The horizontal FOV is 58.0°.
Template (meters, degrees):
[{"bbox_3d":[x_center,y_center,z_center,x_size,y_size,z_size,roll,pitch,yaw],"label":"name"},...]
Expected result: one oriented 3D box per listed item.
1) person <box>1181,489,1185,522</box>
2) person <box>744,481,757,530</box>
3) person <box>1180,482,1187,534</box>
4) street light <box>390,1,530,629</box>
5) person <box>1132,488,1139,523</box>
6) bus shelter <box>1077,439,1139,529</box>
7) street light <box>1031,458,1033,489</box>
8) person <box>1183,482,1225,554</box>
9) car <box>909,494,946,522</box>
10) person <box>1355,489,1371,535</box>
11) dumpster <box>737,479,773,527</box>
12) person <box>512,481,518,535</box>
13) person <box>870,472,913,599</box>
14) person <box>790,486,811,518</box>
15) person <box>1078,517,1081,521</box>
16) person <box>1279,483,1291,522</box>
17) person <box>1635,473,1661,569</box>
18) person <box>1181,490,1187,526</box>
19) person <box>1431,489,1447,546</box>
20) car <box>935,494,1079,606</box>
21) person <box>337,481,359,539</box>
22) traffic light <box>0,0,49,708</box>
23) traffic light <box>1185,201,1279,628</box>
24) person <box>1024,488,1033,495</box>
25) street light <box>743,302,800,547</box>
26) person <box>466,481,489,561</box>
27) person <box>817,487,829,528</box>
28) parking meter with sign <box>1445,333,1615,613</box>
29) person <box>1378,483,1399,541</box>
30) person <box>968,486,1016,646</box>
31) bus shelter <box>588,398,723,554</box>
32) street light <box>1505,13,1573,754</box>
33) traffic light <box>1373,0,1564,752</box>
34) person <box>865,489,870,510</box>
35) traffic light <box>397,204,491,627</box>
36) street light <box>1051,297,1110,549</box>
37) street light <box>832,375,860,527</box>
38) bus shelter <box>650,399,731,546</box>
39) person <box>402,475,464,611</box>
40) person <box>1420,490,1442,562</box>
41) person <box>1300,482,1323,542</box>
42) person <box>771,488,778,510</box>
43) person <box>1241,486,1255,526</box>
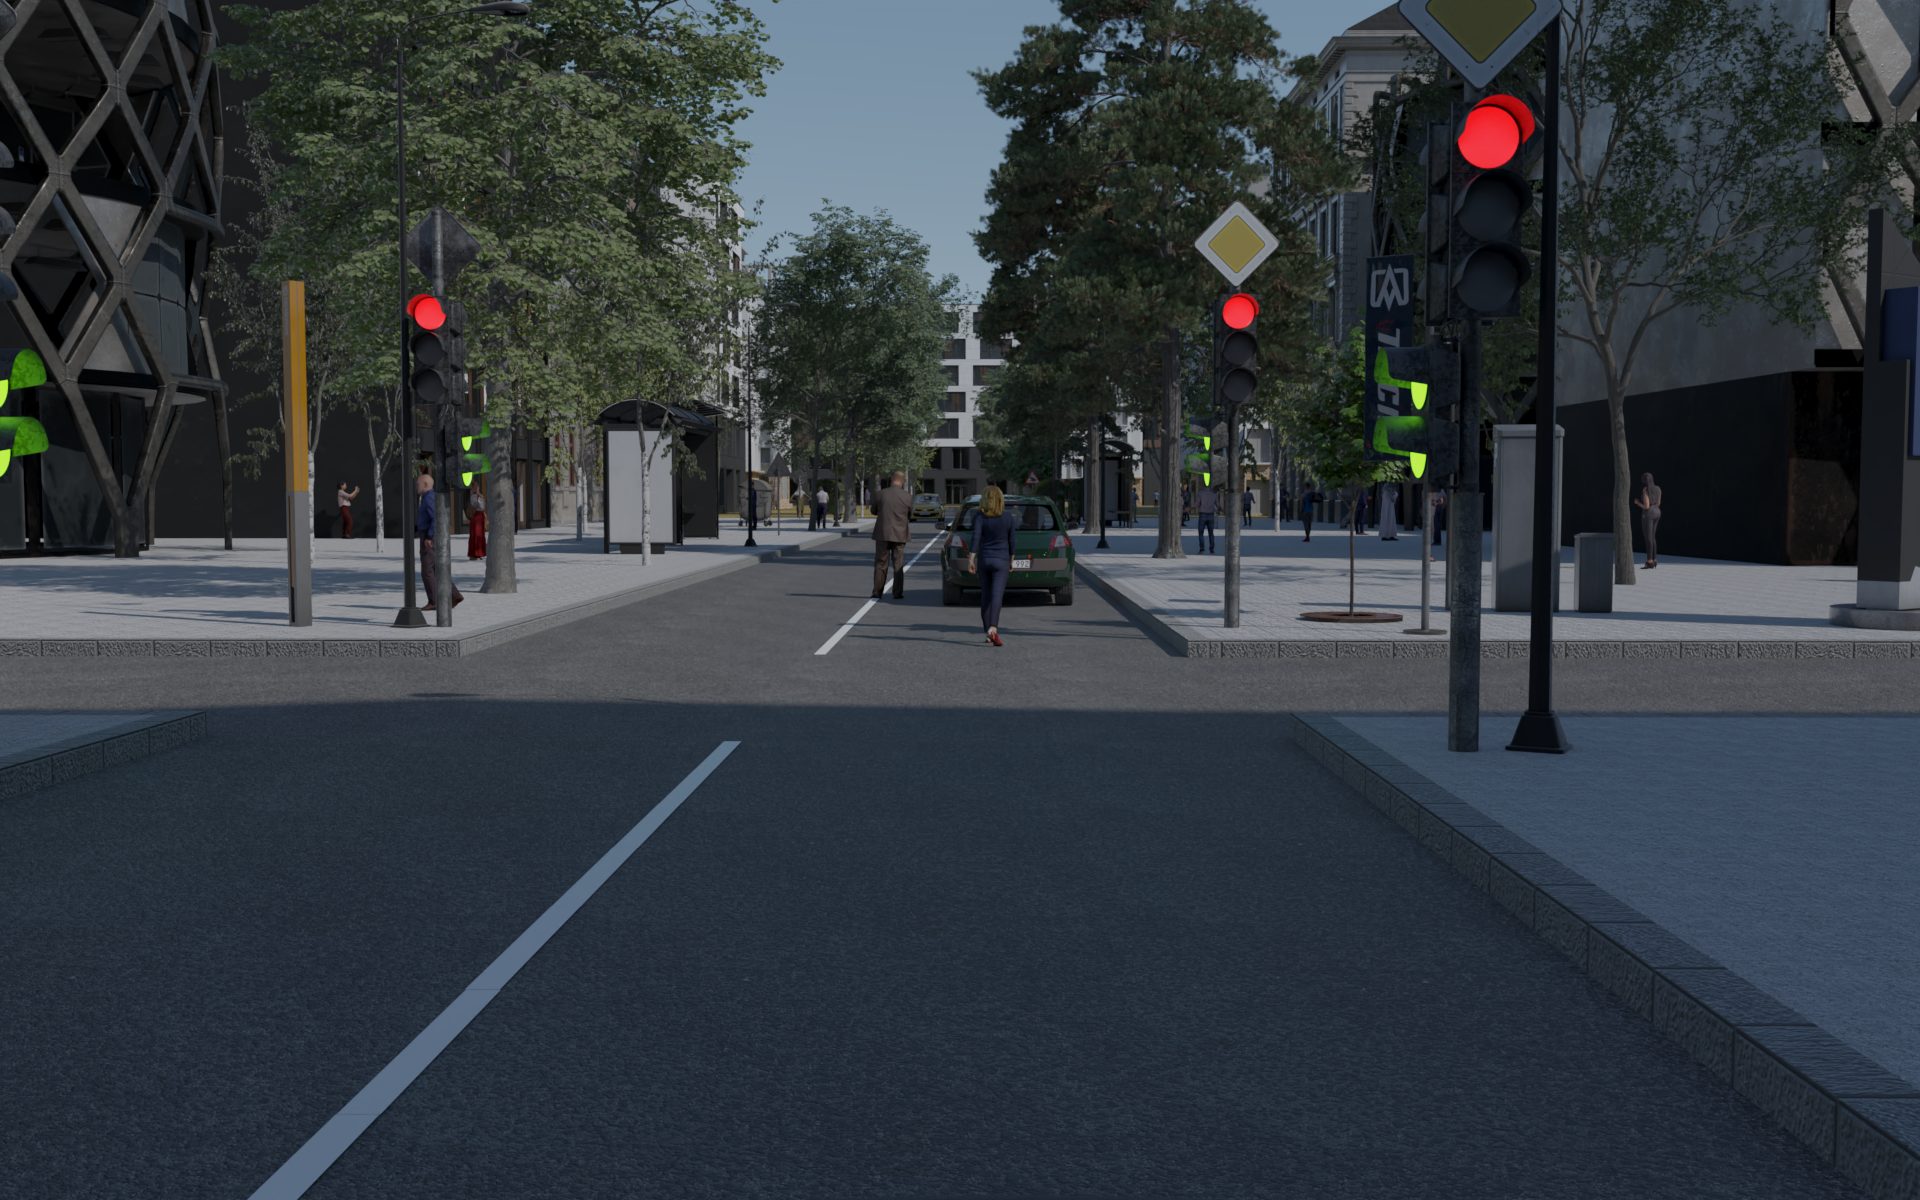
[{"bbox_3d":[10.078,-4.358,79.844,0.613,1.512,0.480,-2,4,-30],"label":"person"},{"bbox_3d":[-7.391,-3.336,61.286,0.504,1.737,0.576,-1,4,-16],"label":"person"},{"bbox_3d":[7.037,-2.941,54.937,0.445,1.727,0.742,-2,4,-35],"label":"person"},{"bbox_3d":[-4.756,-2.689,16.503,1.470,5.913,1.316,0,4,1],"label":"street light"},{"bbox_3d":[7.802,-4.249,77.581,0.319,1.574,0.516,-2,4,-27],"label":"person"},{"bbox_3d":[5.634,-4.430,66.350,2.014,3.302,5.546,0,4,1],"label":"bus shelter"},{"bbox_3d":[3.096,-5.723,66.109,1.470,5.913,1.316,0,4,1],"label":"street light"},{"bbox_3d":[5.265,-1.771,36.965,0.963,1.587,0.435,-1,4,-16],"label":"person"},{"bbox_3d":[-1.696,-4.835,89.272,2.015,1.641,3.980,0,4,2],"label":"car"},{"bbox_3d":[12.669,-2.912,54.364,0.504,1.737,0.576,-1,4,-20],"label":"person"},{"bbox_3d":[-8.128,-3.850,68.711,1.264,1.857,1.865,0,4,1],"label":"dumpster"},{"bbox_3d":[-14.101,-2.903,54.216,0.504,1.737,0.576,-3,5,-43],"label":"person"},{"bbox_3d":[-0.952,-0.893,23.782,0.565,1.739,0.600,-2,4,-31],"label":"person"},{"bbox_3d":[-8.622,-5.312,93.621,1.217,1.736,0.721,-1,4,-21],"label":"person"},{"bbox_3d":[5.225,-4.226,77.602,0.387,1.526,0.523,-2,4,-34],"label":"person"},{"bbox_3d":[14.787,-4.435,78.999,0.683,1.767,0.568,-1,4,-16],"label":"person"},{"bbox_3d":[11.759,-1.353,29.632,0.415,1.643,0.593,1,4,12],"label":"person"},{"bbox_3d":[8.666,-3.796,68.553,0.683,1.767,0.568,-1,4,-18],"label":"person"},{"bbox_3d":[11.793,-2.211,43.123,0.756,1.711,0.436,-2,4,-28],"label":"person"},{"bbox_3d":[0.642,-0.848,23.657,2.009,1.686,4.222,0,4,1],"label":"car"},{"bbox_3d":[-17.428,-2.560,49.362,0.566,1.644,0.517,2,4,24],"label":"person"},{"bbox_3d":[-5.059,-1.186,8.631,0.839,4.213,0.868,0,4,1],"label":"traffic light"},{"bbox_3d":[2.595,-1.670,16.544,0.839,4.213,0.868,0,4,1],"label":"traffic light"},{"bbox_3d":[1.410,-1.580,36.544,0.569,1.553,0.471,1,4,11],"label":"person"},{"bbox_3d":[-4.578,-4.256,42.123,1.470,5.913,1.316,0,4,1],"label":"street light"},{"bbox_3d":[-9.310,-1.521,33.387,0.387,1.526,0.523,0,4,-3],"label":"person"},{"bbox_3d":[-5.222,-3.459,64.807,0.614,1.554,0.590,0,4,-8],"label":"person"},{"bbox_3d":[6.194,-1.382,18.859,1.738,3.016,0.543,1,4,10],"label":"parking meter with sign"},{"bbox_3d":[11.766,-2.489,47.410,0.621,1.740,0.551,0,4,-2],"label":"person"},{"bbox_3d":[0.326,-0.333,16.486,0.480,1.512,0.613,-1,4,-15],"label":"person"},{"bbox_3d":[-6.791,-2.774,39.282,2.014,3.302,5.546,0,4,1],"label":"bus shelter"},{"bbox_3d":[2.373,-2.202,8.546,1.470,5.913,1.316,0,4,1],"label":"street light"},{"bbox_3d":[2.502,-1.181,8.559,0.839,4.213,0.868,0,4,1],"label":"traffic light"},{"bbox_3d":[-7.676,-8.358,143.620,0.541,1.710,0.530,-2,4,-26],"label":"person"},{"bbox_3d":[-4.966,-1.674,16.616,0.839,4.213,0.868,0,4,1],"label":"traffic light"},{"bbox_3d":[2.826,-4.169,40.698,1.470,5.913,1.316,0,4,1],"label":"street light"},{"bbox_3d":[-4.287,-5.810,67.534,1.470,5.913,1.316,0,4,1],"label":"street light"},{"bbox_3d":[-7.381,-3.353,46.109,1.731,3.624,6.357,0,4,1],"label":"bus shelter"},{"bbox_3d":[-5.886,-0.636,19.132,0.600,1.496,0.574,1,4,13],"label":"person"},{"bbox_3d":[8.980,-1.555,32.940,0.415,1.643,0.593,-1,4,-16],"label":"person"},{"bbox_3d":[9.386,-2.360,46.505,0.647,1.594,0.662,-2,4,-27],"label":"person"},{"bbox_3d":[-18.095,-9.726,165.612,0.434,1.755,0.990,2,4,29],"label":"person"},{"bbox_3d":[11.402,-3.714,68.729,0.963,1.587,0.435,-2,4,-25],"label":"person"}]
